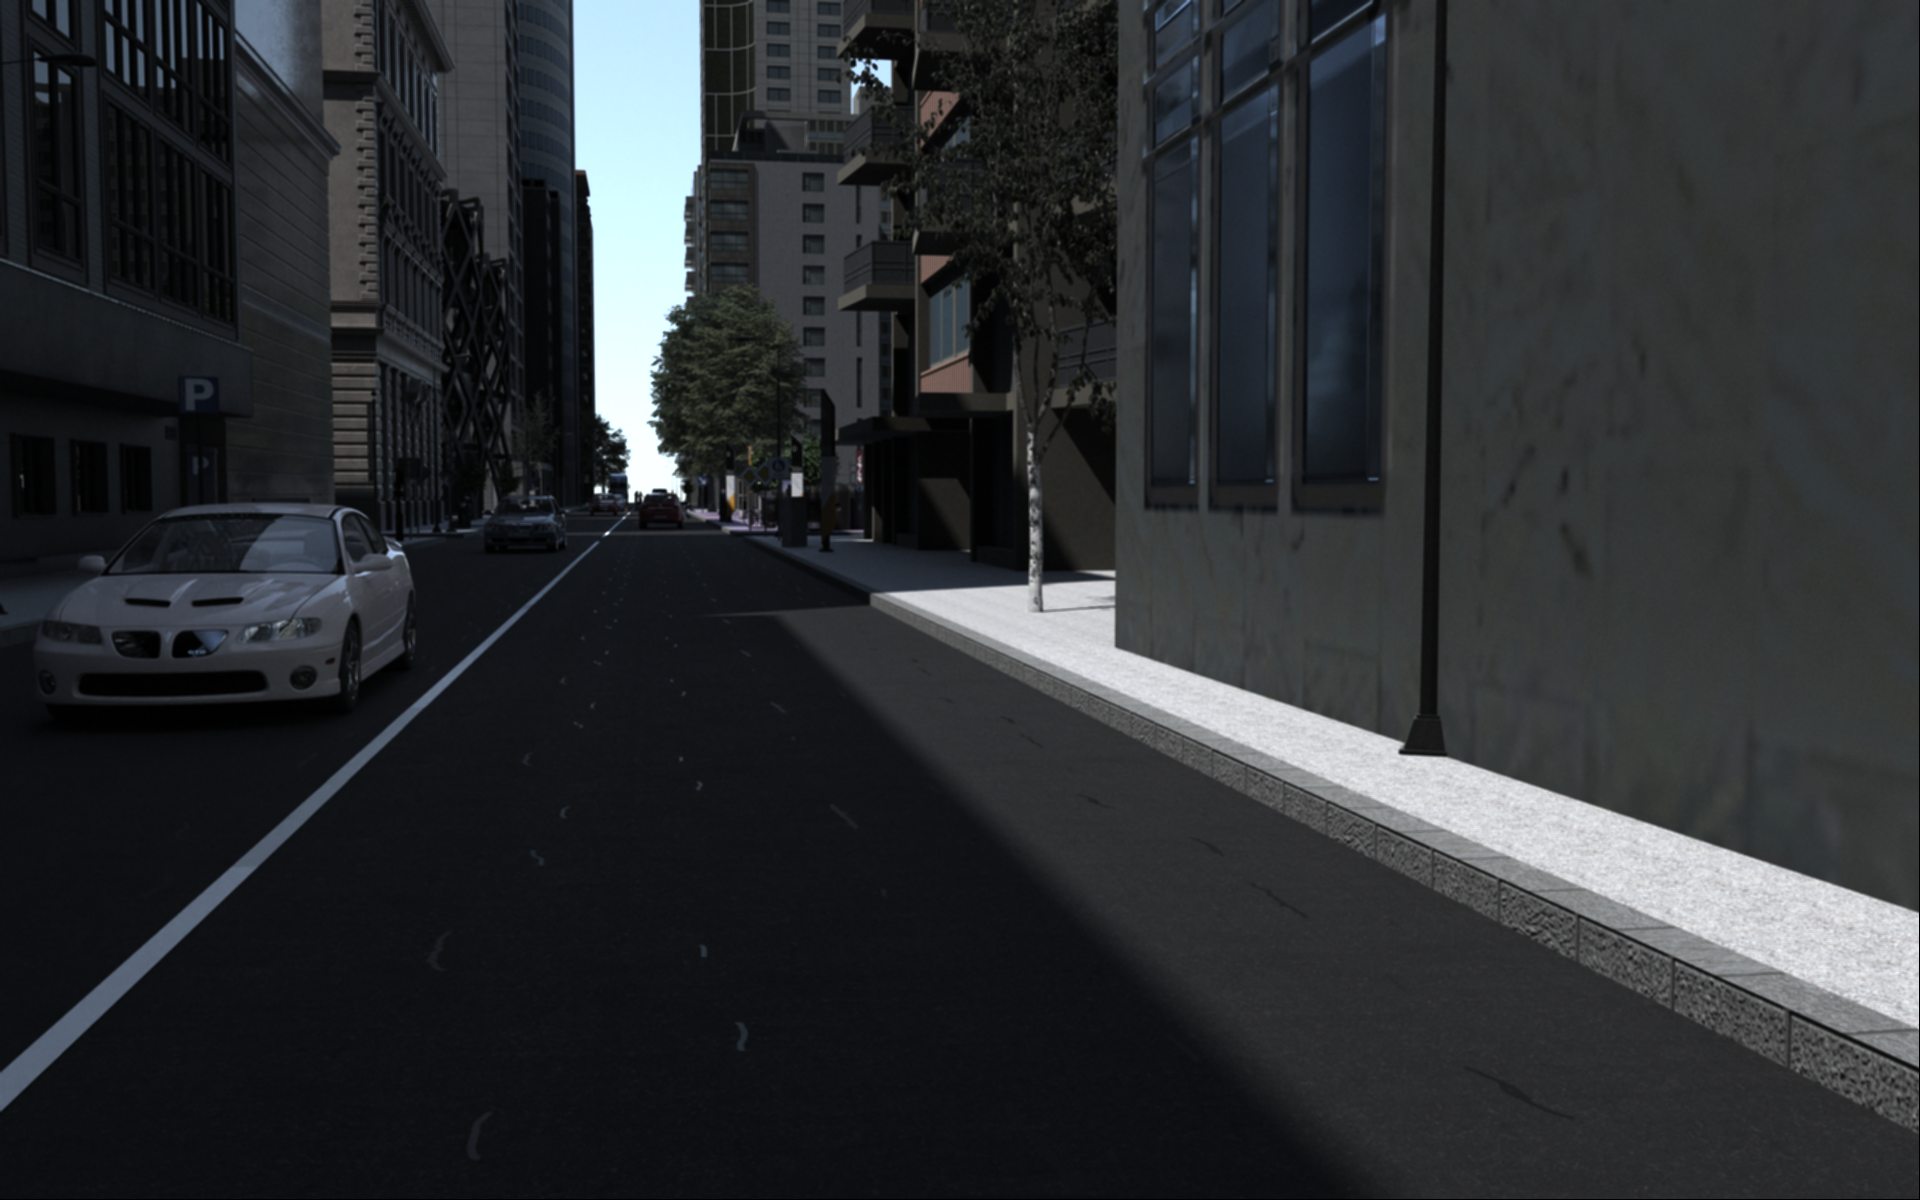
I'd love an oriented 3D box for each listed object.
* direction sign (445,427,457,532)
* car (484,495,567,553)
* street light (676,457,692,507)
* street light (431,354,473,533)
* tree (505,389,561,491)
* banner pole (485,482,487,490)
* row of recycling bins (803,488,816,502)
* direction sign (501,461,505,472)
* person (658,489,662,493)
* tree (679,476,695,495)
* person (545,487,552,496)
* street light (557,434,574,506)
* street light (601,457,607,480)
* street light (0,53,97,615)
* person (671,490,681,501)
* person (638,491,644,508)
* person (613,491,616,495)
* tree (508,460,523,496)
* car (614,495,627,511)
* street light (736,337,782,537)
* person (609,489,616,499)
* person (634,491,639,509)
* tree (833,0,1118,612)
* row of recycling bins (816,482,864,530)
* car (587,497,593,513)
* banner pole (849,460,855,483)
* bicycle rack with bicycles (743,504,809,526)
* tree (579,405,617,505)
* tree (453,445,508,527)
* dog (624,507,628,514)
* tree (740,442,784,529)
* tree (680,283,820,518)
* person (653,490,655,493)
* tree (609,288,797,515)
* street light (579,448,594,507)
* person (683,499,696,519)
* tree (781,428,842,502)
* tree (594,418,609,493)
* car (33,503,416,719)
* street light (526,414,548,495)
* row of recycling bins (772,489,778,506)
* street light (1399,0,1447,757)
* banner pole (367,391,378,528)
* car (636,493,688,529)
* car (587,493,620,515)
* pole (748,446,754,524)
[{"bbox_3d":[-17.302,-4.085,58.792,0.379,3.537,0.876,0,4,2],"label":"direction sign"},{"bbox_3d":[-10.991,-1.956,43.983,2.014,1.417,4.499,-1,4,-8],"label":"car"},{"bbox_3d":[-26.381,-11.810,165.630,1.470,5.913,1.316,-1,4,-10],"label":"street light"},{"bbox_3d":[-16.850,-5.195,57.471,1.470,5.913,1.316,-1,4,-10],"label":"street light"},{"bbox_3d":[-29.935,-10.441,121.068,4.360,8.622,3.978,0,3,0],"label":"tree"},{"bbox_3d":[-32.173,-7.757,116.851,0.863,3.779,0.401,3,5,44],"label":"banner pole"},{"bbox_3d":[-10.792,-7.132,123.714,3.534,1.692,1.069,2,4,28],"label":"row of recycling bins"},{"bbox_3d":[-30.876,-7.659,117.225,0.379,3.537,0.876,-2,4,-34],"label":"direction sign"},{"bbox_3d":[-24.259,-8.072,140.114,1.348,1.869,0.705,0,4,2],"label":"person"},{"bbox_3d":[-28.523,-11.417,181.264,1.663,3.219,1.824,0,3,0],"label":"tree"},{"bbox_3d":[-21.691,-5.054,91.234,0.778,1.811,0.616,-1,4,-19],"label":"person"},{"bbox_3d":[-30.323,-9.804,132.838,1.470,5.913,1.316,-1,4,-10],"label":"street light"},{"bbox_3d":[-45.165,-14.897,216.106,1.470,5.913,1.316,-1,4,-10],"label":"street light"},{"bbox_3d":[-9.798,-2.800,18.322,1.470,5.913,1.316,-1,4,-10],"label":"street light"},{"bbox_3d":[-22.420,-7.707,135.226,1.217,1.735,0.721,-1,4,-18],"label":"person"},{"bbox_3d":[-34.089,-10.715,184.482,1.217,1.735,0.721,2,4,26],"label":"person"},{"bbox_3d":[-31.689,-9.152,158.953,1.217,1.723,0.721,1,4,14],"label":"person"},{"bbox_3d":[-25.184,-6.261,96.968,1.663,3.219,1.824,0,3,0],"label":"tree"},{"bbox_3d":[-29.710,-8.366,149.146,2.083,1.381,4.827,-1,4,-9],"label":"car"},{"bbox_3d":[-5.917,-4.825,51.424,1.470,5.913,1.316,-1,4,-10],"label":"street light"},{"bbox_3d":[-29.323,-8.348,145.005,1.348,1.822,0.705,-3,5,-44],"label":"person"},{"bbox_3d":[-31.483,-9.755,168.660,0.551,1.740,0.621,3,5,39],"label":"person"},{"bbox_3d":[0.794,-4.158,18.345,4.360,8.622,3.978,0,3,0],"label":"tree"},{"bbox_3d":[-3.652,-3.397,62.649,1.069,1.692,3.534,2,4,31],"label":"row of recycling bins"},{"bbox_3d":[-28.001,-7.478,134.849,1.945,1.354,3.894,-1,4,-11],"label":"car"},{"bbox_3d":[-8.026,-8.481,128.679,0.401,3.779,0.863,2,4,34],"label":"banner pole"},{"bbox_3d":[-7.284,-3.441,69.640,2.925,0.926,2.852,-1,4,-20],"label":"bicycle rack with bicycles"},{"bbox_3d":[-43.832,-16.812,200.629,9.928,11.665,9.643,0,3,0],"label":"tree"},{"bbox_3d":[-19.155,-4.492,68.046,1.663,3.219,1.824,0,3,0],"label":"tree"},{"bbox_3d":[-23.739,-6.362,123.309,0.540,0.507,0.406,1,4,22],"label":"dog"},{"bbox_3d":[-7.492,-4.271,64.439,1.663,3.219,1.824,0,3,0],"label":"tree"},{"bbox_3d":[-11.293,-10.728,93.531,7.486,12.596,7.792,0,3,0],"label":"tree"},{"bbox_3d":[-25.084,-8.147,142.227,1.217,1.766,0.721,-2,4,-26],"label":"person"},{"bbox_3d":[-14.559,-12.191,105.970,9.857,13.997,8.962,0,3,0],"label":"tree"},{"bbox_3d":[-37.971,-12.435,175.859,1.470,5.913,1.316,-1,4,-10],"label":"street light"},{"bbox_3d":[-15.633,-5.161,98.383,1.012,1.151,0.738,2,4,25],"label":"person"},{"bbox_3d":[-7.439,-6.252,85.937,4.285,4.588,4.351,0,3,0],"label":"tree"},{"bbox_3d":[-59.002,-23.233,286.512,9.857,13.997,8.962,0,3,0],"label":"tree"},{"bbox_3d":[-5.147,-0.018,12.657,2.083,1.381,4.827,-1,4,-10],"label":"car"},{"bbox_3d":[-24.616,-7.835,100.645,1.470,5.913,1.316,-1,4,-10],"label":"street light"},{"bbox_3d":[-13.516,-7.715,133.246,1.069,1.692,3.534,-2,4,-31],"label":"row of recycling bins"},{"bbox_3d":[1.803,-2.190,8.340,1.470,5.913,1.316,-1,4,-10],"label":"street light"},{"bbox_3d":[-14.366,-3.202,42.366,0.401,3.779,0.863,-2,4,-34],"label":"banner pole"},{"bbox_3d":[-12.508,-3.890,72.639,2.155,1.783,4.494,-1,4,-8],"label":"car"},{"bbox_3d":[-24.165,-6.628,117.406,2.155,1.783,4.494,-1,4,-12],"label":"car"},{"bbox_3d":[-8.856,-4.869,73.453,0.158,3.312,0.155,0,3,0],"label":"pole"}]
